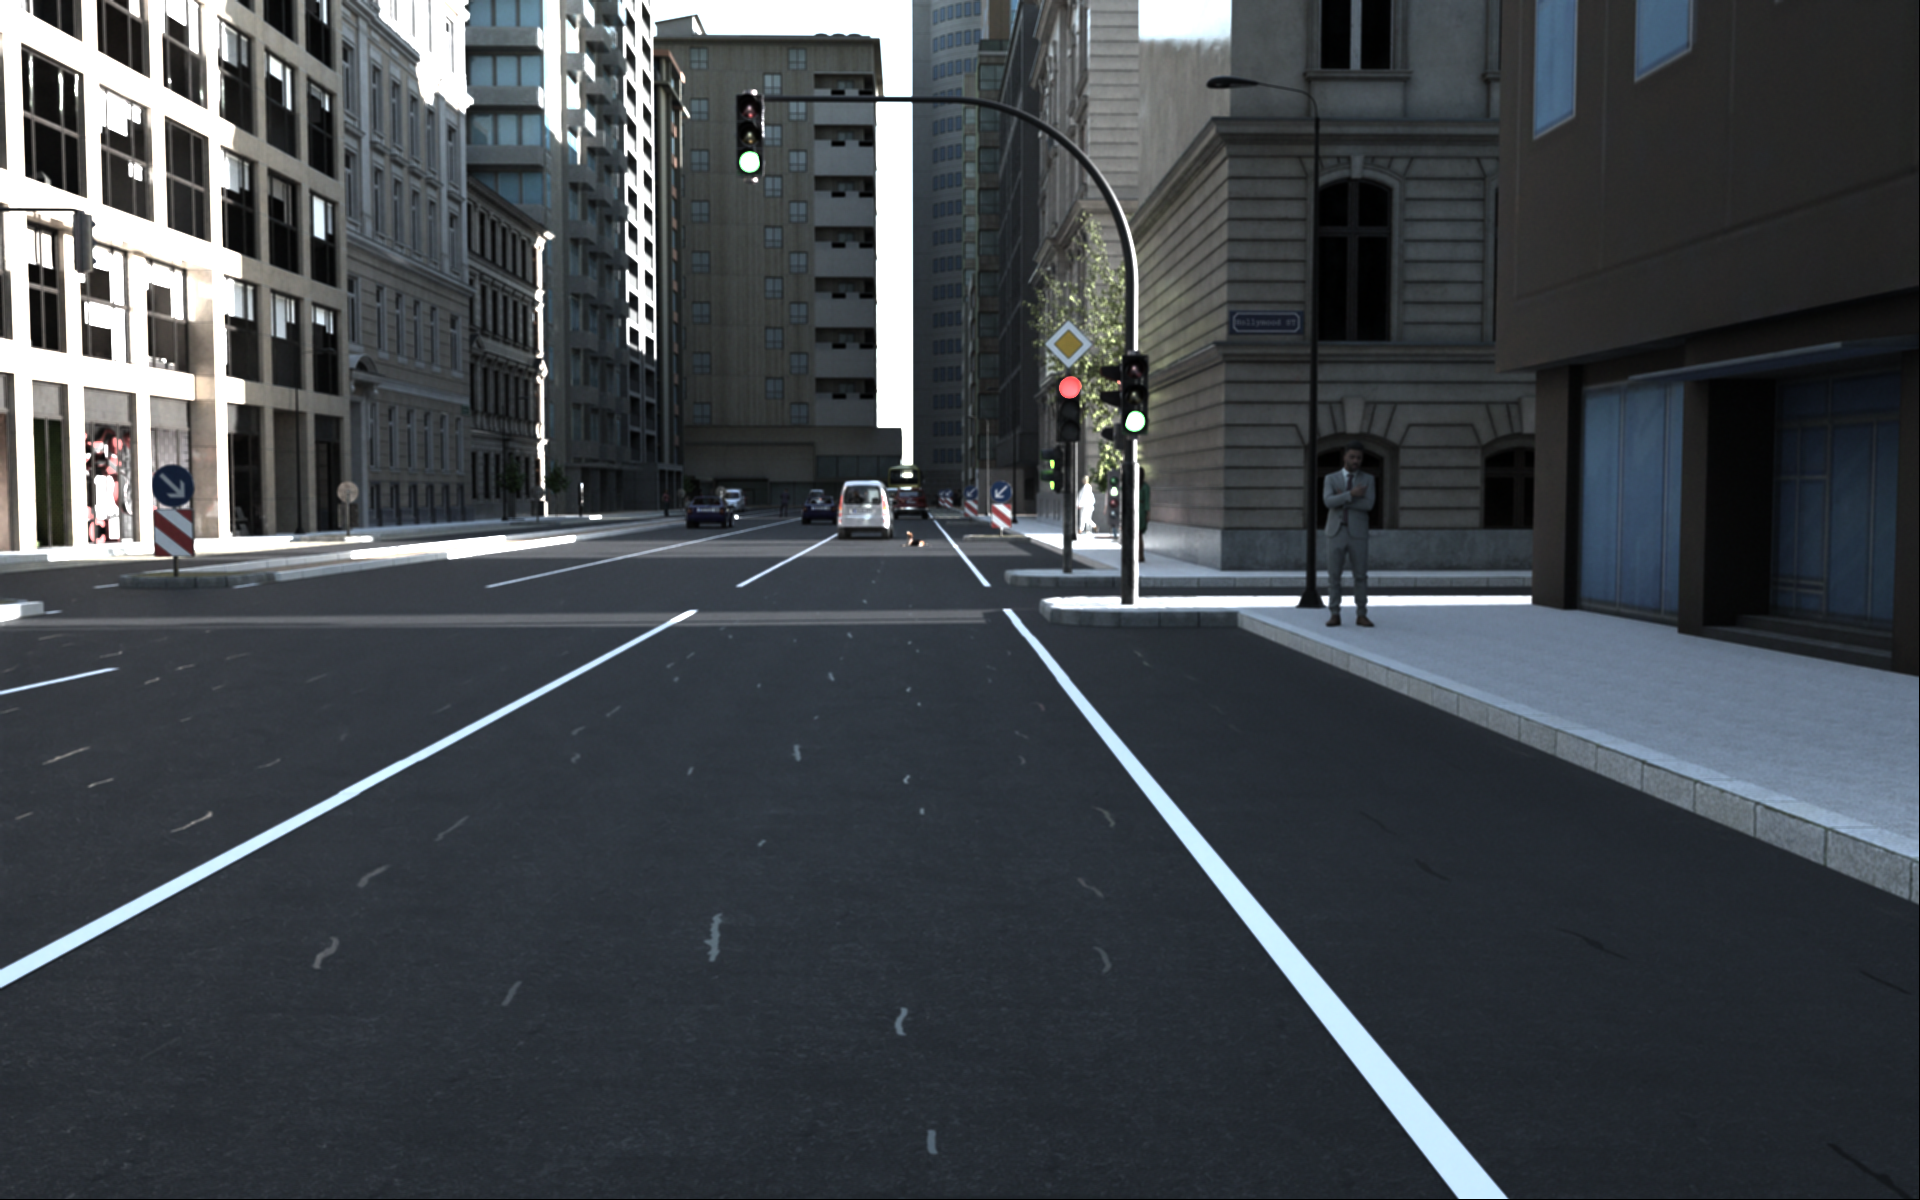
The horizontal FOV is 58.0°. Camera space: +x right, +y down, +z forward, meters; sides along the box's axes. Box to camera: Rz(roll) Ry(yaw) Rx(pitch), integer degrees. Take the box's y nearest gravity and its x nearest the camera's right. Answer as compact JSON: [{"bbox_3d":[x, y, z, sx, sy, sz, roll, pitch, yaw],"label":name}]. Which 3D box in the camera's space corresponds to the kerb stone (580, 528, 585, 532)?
[{"bbox_3d":[-14.252,-2.598,64.673,0.120,0.150,1.000,0,4,-2],"label":"kerb stone"}]

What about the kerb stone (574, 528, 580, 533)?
[{"bbox_3d":[-14.222,-2.532,63.643,0.120,0.150,1.000,0,4,-2],"label":"kerb stone"}]

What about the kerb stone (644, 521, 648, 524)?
[{"bbox_3d":[-14.673,-3.538,80.038,0.120,0.150,1.000,0,4,-2],"label":"kerb stone"}]

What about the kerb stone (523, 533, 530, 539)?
[{"bbox_3d":[-14.014,-2.032,55.450,0.120,0.150,1.000,0,4,-2],"label":"kerb stone"}]

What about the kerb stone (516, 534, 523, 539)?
[{"bbox_3d":[-13.979,-1.971,54.415,0.120,0.150,1.000,0,4,-2],"label":"kerb stone"}]

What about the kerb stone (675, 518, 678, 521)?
[{"bbox_3d":[-14.948,-4.163,90.290,0.120,0.150,1.000,0,4,-2],"label":"kerb stone"}]

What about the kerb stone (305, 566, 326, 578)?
[{"bbox_3d":[-11.211,-0.464,29.862,0.120,0.150,1.000,0,4,-2],"label":"kerb stone"}]

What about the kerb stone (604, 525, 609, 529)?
[{"bbox_3d":[-14.397,-2.904,69.795,0.120,0.150,1.000,0,4,-2],"label":"kerb stone"}]

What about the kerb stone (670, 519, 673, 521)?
[{"bbox_3d":[-14.895,-4.039,88.232,0.120,0.150,1.000,0,4,-2],"label":"kerb stone"}]

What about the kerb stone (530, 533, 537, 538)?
[{"bbox_3d":[-14.037,-2.097,56.477,0.120,0.150,1.000,0,4,-2],"label":"kerb stone"}]

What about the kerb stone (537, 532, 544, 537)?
[{"bbox_3d":[-14.055,-2.160,57.504,0.120,0.150,1.000,0,4,-2],"label":"kerb stone"}]

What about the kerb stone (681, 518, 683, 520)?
[{"bbox_3d":[-15.011,-4.290,92.336,0.120,0.150,1.000,0,4,-2],"label":"kerb stone"}]

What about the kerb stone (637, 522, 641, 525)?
[{"bbox_3d":[-14.610,-3.413,77.993,0.120,0.150,1.000,0,4,-2],"label":"kerb stone"}]

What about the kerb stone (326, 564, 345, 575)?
[{"bbox_3d":[-11.242,-0.532,30.888,0.120,0.150,1.000,0,4,-2],"label":"kerb stone"}]

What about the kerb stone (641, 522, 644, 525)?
[{"bbox_3d":[-14.650,-3.475,79.015,0.120,0.150,1.000,0,4,-2],"label":"kerb stone"}]

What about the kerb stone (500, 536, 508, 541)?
[{"bbox_3d":[-13.924,-1.843,52.360,0.120,0.150,1.000,0,4,-2],"label":"kerb stone"}]

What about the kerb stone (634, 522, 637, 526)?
[{"bbox_3d":[-14.588,-3.347,76.971,0.120,0.150,1.000,0,4,-2],"label":"kerb stone"}]

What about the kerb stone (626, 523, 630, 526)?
[{"bbox_3d":[-14.539,-3.225,74.927,0.120,0.150,1.000,0,4,-2],"label":"kerb stone"}]

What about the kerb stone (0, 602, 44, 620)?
[{"bbox_3d":[-10.950,0.128,20.106,0.120,0.150,1.000,0,4,-2],"label":"kerb stone"}]

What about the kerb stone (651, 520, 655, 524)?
[{"bbox_3d":[-14.723,-3.659,82.087,0.120,0.150,1.000,0,4,-2],"label":"kerb stone"}]

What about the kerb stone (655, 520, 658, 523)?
[{"bbox_3d":[-14.754,-3.726,83.108,0.120,0.150,1.000,0,4,-2],"label":"kerb stone"}]

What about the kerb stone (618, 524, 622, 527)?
[{"bbox_3d":[-14.478,-3.100,72.876,0.120,0.150,1.000,0,4,-2],"label":"kerb stone"}]

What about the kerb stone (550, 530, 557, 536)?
[{"bbox_3d":[-14.117,-2.279,59.550,0.120,0.150,1.000,0,4,-2],"label":"kerb stone"}]

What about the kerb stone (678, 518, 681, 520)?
[{"bbox_3d":[-14.983,-4.227,91.315,0.120,0.150,1.000,0,4,-2],"label":"kerb stone"}]

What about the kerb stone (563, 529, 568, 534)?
[{"bbox_3d":[-14.175,-2.410,61.598,0.120,0.150,1.000,0,4,-2],"label":"kerb stone"}]

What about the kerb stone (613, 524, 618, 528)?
[{"bbox_3d":[-14.448,-3.037,71.854,0.120,0.150,1.000,0,4,-2],"label":"kerb stone"}]

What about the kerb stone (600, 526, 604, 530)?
[{"bbox_3d":[-14.369,-2.846,68.763,0.120,0.150,1.000,0,4,-2],"label":"kerb stone"}]

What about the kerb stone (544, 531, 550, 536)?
[{"bbox_3d":[-14.101,-2.222,58.525,0.120,0.150,1.000,0,4,-2],"label":"kerb stone"}]

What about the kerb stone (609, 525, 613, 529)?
[{"bbox_3d":[-14.427,-2.970,70.817,0.120,0.150,1.000,0,4,-2],"label":"kerb stone"}]

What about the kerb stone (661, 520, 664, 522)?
[{"bbox_3d":[-14.818,-3.850,85.163,0.120,0.150,1.000,0,4,-2],"label":"kerb stone"}]

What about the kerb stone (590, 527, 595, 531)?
[{"bbox_3d":[-14.320,-2.722,66.716,0.120,0.150,1.000,0,4,-2],"label":"kerb stone"}]

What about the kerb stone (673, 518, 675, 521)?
[{"bbox_3d":[-14.931,-4.101,89.253,0.120,0.150,1.000,0,4,-2],"label":"kerb stone"}]

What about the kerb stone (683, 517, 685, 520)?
[{"bbox_3d":[-15.039,-4.351,93.358,0.120,0.150,1.000,0,4,-2],"label":"kerb stone"}]

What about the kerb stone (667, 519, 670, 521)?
[{"bbox_3d":[-14.876,-3.976,87.207,0.120,0.150,1.000,0,4,-2],"label":"kerb stone"}]

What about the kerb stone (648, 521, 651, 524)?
[{"bbox_3d":[-14.702,-3.600,81.060,0.120,0.150,1.000,0,4,-2],"label":"kerb stone"}]

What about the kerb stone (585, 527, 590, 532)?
[{"bbox_3d":[-14.291,-2.661,65.695,0.120,0.150,1.000,0,4,-2],"label":"kerb stone"}]

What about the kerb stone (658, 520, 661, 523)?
[{"bbox_3d":[-14.784,-3.789,84.142,0.120,0.150,1.000,0,4,-2],"label":"kerb stone"}]

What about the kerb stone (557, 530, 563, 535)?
[{"bbox_3d":[-14.149,-2.347,60.576,0.120,0.150,1.000,0,4,-2],"label":"kerb stone"}]

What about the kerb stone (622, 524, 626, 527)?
[{"bbox_3d":[-14.506,-3.155,73.905,0.120,0.150,1.000,0,4,-2],"label":"kerb stone"}]

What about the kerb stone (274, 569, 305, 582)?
[{"bbox_3d":[-11.186,-0.400,28.841,0.120,0.150,1.000,0,4,-2],"label":"kerb stone"}]

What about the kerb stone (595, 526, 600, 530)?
[{"bbox_3d":[-14.342,-2.785,67.738,0.120,0.150,1.000,0,4,-2],"label":"kerb stone"}]

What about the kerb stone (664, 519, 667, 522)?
[{"bbox_3d":[-14.845,-3.910,86.185,0.120,0.150,1.000,0,4,-2],"label":"kerb stone"}]

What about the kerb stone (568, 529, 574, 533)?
[{"bbox_3d":[-14.201,-2.472,62.620,0.120,0.150,1.000,0,4,-2],"label":"kerb stone"}]

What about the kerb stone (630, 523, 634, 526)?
[{"bbox_3d":[-14.565,-3.283,75.949,0.120,0.150,1.000,0,4,-2],"label":"kerb stone"}]

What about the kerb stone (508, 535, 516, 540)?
[{"bbox_3d":[-13.956,-1.904,53.394,0.120,0.150,1.000,0,4,-2],"label":"kerb stone"}]
